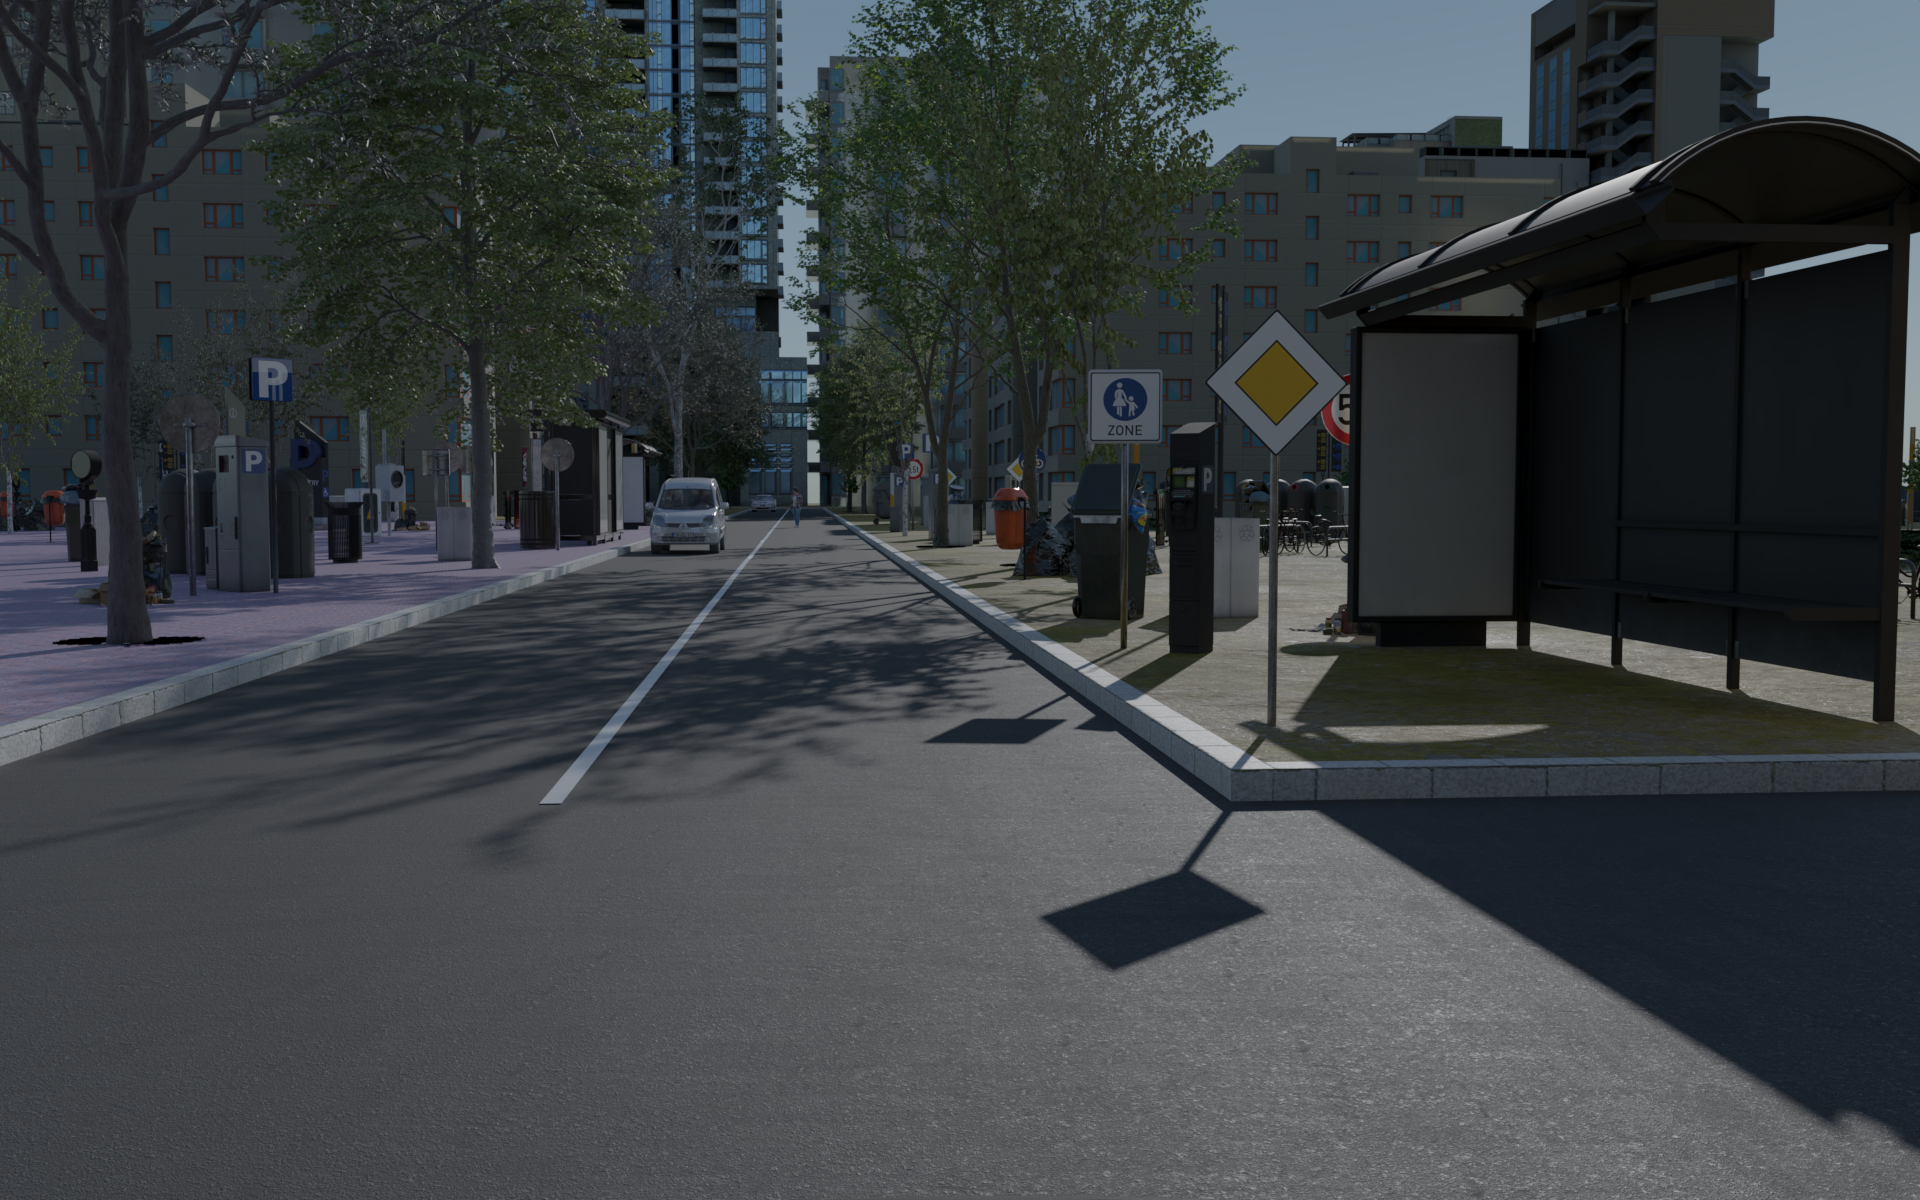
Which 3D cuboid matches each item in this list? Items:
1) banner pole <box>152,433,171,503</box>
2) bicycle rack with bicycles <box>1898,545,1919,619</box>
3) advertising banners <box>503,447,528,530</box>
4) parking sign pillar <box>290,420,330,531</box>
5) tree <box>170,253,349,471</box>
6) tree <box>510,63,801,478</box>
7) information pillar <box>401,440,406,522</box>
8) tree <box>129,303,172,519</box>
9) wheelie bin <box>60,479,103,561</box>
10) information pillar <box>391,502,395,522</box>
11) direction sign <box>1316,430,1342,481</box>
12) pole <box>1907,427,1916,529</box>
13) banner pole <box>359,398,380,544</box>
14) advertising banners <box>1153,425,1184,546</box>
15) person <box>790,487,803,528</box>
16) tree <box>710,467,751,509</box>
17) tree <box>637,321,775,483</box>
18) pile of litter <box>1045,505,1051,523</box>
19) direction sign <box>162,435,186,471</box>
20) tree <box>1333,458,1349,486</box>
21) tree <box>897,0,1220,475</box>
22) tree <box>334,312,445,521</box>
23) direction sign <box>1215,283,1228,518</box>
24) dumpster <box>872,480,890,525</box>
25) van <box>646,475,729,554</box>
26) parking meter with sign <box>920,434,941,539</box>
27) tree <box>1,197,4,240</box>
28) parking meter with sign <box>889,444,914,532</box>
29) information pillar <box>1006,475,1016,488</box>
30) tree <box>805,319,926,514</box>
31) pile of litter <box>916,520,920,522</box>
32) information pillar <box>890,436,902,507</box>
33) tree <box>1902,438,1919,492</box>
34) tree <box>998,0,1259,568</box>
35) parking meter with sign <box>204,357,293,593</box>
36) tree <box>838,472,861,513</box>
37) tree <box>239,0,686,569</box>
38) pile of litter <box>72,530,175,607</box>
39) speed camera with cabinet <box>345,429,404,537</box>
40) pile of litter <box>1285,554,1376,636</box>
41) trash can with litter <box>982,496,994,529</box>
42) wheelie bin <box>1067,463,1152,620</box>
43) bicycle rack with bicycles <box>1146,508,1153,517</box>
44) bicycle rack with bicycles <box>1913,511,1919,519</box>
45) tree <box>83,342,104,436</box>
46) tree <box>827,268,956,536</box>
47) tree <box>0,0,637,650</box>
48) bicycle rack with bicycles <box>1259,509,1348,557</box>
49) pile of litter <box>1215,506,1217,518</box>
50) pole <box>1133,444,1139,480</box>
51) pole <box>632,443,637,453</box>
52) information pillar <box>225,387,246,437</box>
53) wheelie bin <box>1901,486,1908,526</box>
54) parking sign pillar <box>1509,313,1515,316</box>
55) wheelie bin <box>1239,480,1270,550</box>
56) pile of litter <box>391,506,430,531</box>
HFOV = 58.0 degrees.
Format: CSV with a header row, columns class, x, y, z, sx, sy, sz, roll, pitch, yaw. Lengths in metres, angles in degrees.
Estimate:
class,x,y,z,sx,sy,sz,roll,pitch,yaw
banner pole,-32.599,-4.933,70.676,0.863,3.779,0.401,-2,4,-32
bicycle rack with bicycles,8.708,-0.310,18.449,2.852,0.926,2.925,-1,4,-20
advertising banners,-16.265,-4.117,63.499,0.090,3.025,2.074,1,4,11
parking sign pillar,-22.865,-4.429,60.879,1.447,3.967,1.447,1,4,16
tree,-21.249,-6.322,53.732,4.360,8.622,3.978,0,3,0
tree,-13.647,-13.517,76.897,12.611,20.169,13.585,0,3,0
information pillar,-24.211,-5.137,75.338,0.183,3.616,0.504,-2,4,-26
tree,-27.975,-6.939,63.819,4.360,8.622,3.978,0,3,0
wheelie bin,-16.797,-1.543,33.141,0.693,1.594,0.980,-1,4,-23
information pillar,-26.435,-4.646,80.447,0.304,2.012,0.304,-3,5,-41
direction sign,12.944,-4.209,60.817,0.876,3.537,0.379,0,4,-1
pole,28.897,-3.595,52.615,0.158,3.312,0.155,0,3,0
banner pole,-15.438,-3.368,45.091,0.401,3.779,0.863,-3,5,-43
advertising banners,5.356,-2.893,43.489,0.090,3.025,2.074,2,4,33
person,-6.963,-3.948,73.893,0.563,1.720,0.643,2,4,29
tree,-19.525,-9.974,146.784,4.285,4.588,4.351,0,3,0
tree,-16.110,-11.721,108.646,9.611,12.733,9.660,0,3,0
pile of litter,4.095,-3.531,71.702,1.176,0.858,1.719,2,4,34
direction sign,-26.195,-4.035,57.973,0.876,3.537,0.379,-1,4,-21
tree,18.120,-5.172,79.163,1.663,3.219,1.824,0,3,0
tree,1.470,-4.383,22.029,4.737,8.622,4.395,0,3,0
tree,-22.850,-7.270,69.235,4.737,8.622,4.395,0,3,0
direction sign,2.878,-1.659,19.123,0.379,3.537,0.876,1,4,15
dumpster,-3.039,-4.118,73.093,1.264,1.857,1.865,0,4,-5
van,-6.716,-2.196,42.919,2.013,2.044,4.112,0,4,-5
parking meter with sign,-0.670,-3.238,49.206,0.543,3.016,1.738,-1,4,-10
tree,-23.319,-5.458,39.601,4.737,8.622,4.395,0,3,0
parking meter with sign,-2.007,-3.836,58.975,0.543,3.016,1.738,1,4,11
information pillar,1.992,-3.851,67.456,0.304,2.012,0.304,-3,5,-39
tree,-6.097,-11.856,111.972,7.486,12.596,7.792,0,3,0
pile of litter,-1.303,-4.022,79.730,1.176,0.858,1.719,-2,4,-32
information pillar,-2.470,-4.660,67.549,0.504,3.616,0.183,-1,4,-17
tree,28.555,-3.478,51.461,1.663,3.219,1.824,0,3,0
tree,1.340,-6.405,30.482,9.928,11.665,9.643,0,3,0
parking meter with sign,-9.455,-1.626,22.853,1.738,3.016,0.543,3,5,42
tree,-7.419,-7.683,120.223,1.663,3.219,1.824,0,3,0
tree,-8.335,-6.791,29.165,7.486,12.596,7.792,0,3,0
pile of litter,-9.822,-0.392,20.379,1.176,0.858,1.719,-1,4,-10
speed camera with cabinet,-17.640,-3.540,52.218,0.660,3.252,2.038,1,4,21
pile of litter,3.904,-0.123,15.972,1.176,0.858,1.719,-3,4,-38
trash can with litter,1.508,-3.191,63.234,2.233,1.210,1.678,-3,5,-39
wheelie bin,1.550,-0.612,17.914,0.980,1.594,0.693,2,4,31
bicycle rack with bicycles,7.417,-4.241,82.730,2.852,0.926,2.925,-3,4,-37
bicycle rack with bicycles,38.109,-3.283,67.057,2.852,0.926,2.925,0,4,0
tree,-36.800,-7.773,77.450,4.360,8.622,3.978,0,3,0
tree,-1.777,-6.261,52.722,4.360,8.622,3.978,0,3,0
tree,-7.272,-6.363,14.409,12.009,13.543,11.850,0,3,0
bicycle rack with bicycles,7.259,-1.425,36.681,2.852,0.926,2.925,3,5,44
pile of litter,9.712,-3.320,68.253,1.719,0.858,1.176,-3,4,-38
pole,5.471,-3.669,53.837,0.158,3.312,0.155,0,3,0
pole,-12.780,-4.539,68.054,0.158,3.312,0.155,0,3,0
information pillar,-15.959,-2.864,38.189,0.183,3.616,0.504,2,4,25
wheelie bin,38.078,-3.808,70.174,0.693,1.594,0.980,-3,4,-39
parking sign pillar,7.760,-2.318,26.365,1.447,3.967,1.447,2,4,29
wheelie bin,6.880,-1.969,40.099,0.693,1.594,0.980,-1,4,-23
pile of litter,-19.161,-2.869,60.869,1.719,0.858,1.176,-2,4,-30
